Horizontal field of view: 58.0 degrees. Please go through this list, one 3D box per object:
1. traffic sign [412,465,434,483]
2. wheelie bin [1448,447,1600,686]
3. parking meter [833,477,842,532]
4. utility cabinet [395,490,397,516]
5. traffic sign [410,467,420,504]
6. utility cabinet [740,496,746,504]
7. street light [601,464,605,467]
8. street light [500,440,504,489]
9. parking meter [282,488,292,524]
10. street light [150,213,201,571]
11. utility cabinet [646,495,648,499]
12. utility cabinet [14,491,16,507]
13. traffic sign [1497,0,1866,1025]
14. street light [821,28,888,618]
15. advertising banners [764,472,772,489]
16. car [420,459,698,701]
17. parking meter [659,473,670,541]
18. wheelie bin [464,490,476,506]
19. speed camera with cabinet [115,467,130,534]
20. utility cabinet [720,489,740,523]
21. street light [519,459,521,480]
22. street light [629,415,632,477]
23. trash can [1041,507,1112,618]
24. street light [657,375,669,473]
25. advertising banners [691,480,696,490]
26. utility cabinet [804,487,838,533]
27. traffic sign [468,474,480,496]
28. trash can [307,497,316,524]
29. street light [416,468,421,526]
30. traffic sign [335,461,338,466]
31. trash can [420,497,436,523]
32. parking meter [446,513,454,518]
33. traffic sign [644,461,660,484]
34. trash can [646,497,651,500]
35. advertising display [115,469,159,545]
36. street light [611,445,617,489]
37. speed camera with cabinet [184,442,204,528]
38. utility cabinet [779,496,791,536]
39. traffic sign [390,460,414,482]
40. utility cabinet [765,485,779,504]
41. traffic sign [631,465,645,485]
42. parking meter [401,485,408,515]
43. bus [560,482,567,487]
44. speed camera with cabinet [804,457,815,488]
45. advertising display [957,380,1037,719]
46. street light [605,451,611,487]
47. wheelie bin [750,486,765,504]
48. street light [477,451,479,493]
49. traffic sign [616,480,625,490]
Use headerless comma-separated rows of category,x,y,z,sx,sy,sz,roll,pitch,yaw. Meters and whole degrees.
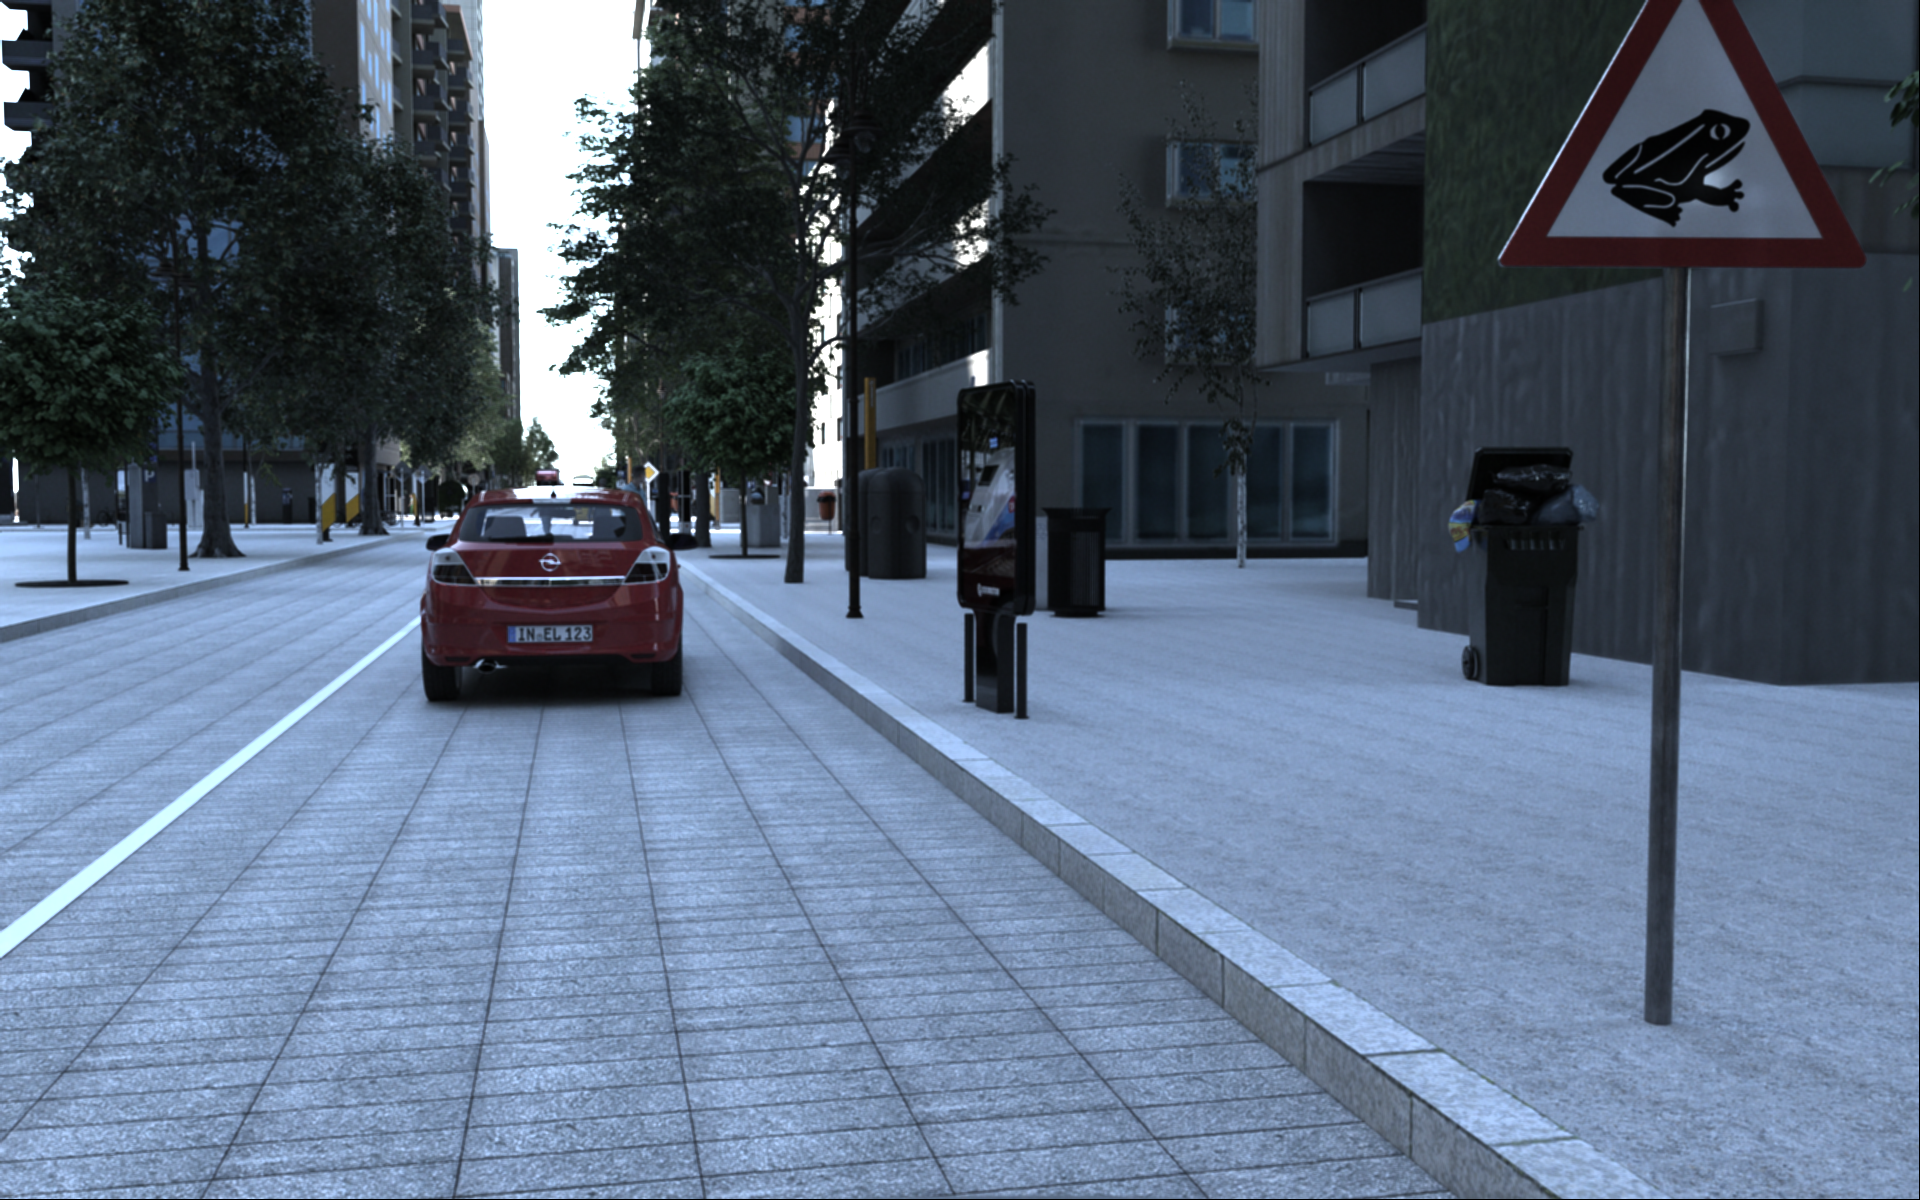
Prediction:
traffic sign,-20.928,-3.993,67.472,0.795,2.593,0.064,-1,4,-12
wheelie bin,3.839,-0.235,11.745,0.980,1.594,0.693,0,4,2
parking meter,-4.138,-3.286,59.434,0.399,1.863,0.255,-3,5,-40
utility cabinet,-32.223,-5.410,97.134,1.173,1.500,0.318,0,4,7
traffic sign,-23.577,-4.606,75.408,0.768,2.556,0.104,-1,4,-11
utility cabinet,-10.774,-4.644,87.092,0.306,1.237,1.020,-2,4,-30
street light,-44.514,-14.948,217.194,0.468,5.910,1.993,-1,4,-12
street light,-37.753,-10.393,142.707,0.468,5.910,1.993,-1,4,-12
parking meter,-28.679,-4.001,73.834,0.372,1.533,0.369,0,3,0
street light,-13.007,-3.429,28.852,0.468,5.910,1.993,-1,4,-12
utility cabinet,-16.214,-4.636,86.966,1.020,1.237,0.306,-2,4,-31
utility cabinet,-70.117,-7.361,129.032,1.173,1.500,0.318,3,5,41
traffic sign,1.696,-0.253,4.133,0.884,2.594,0.081,0,4,-4
street light,-1.094,-2.754,17.810,0.468,5.910,1.993,-1,4,-12
advertising banners,-9.038,-5.613,87.967,2.074,3.025,0.090,0,3,0
car,-3.128,-0.280,13.613,2.155,1.783,4.494,-1,4,-11
parking meter,-8.076,-2.546,47.343,0.255,1.863,0.399,0,4,0
wheelie bin,-34.867,-7.063,123.391,0.693,1.594,0.980,3,5,42
speed camera with cabinet,-26.629,-3.730,55.321,0.660,3.252,2.038,-2,4,-29
utility cabinet,-10.105,-4.109,75.860,0.318,1.500,1.173,2,4,32
street light,-47.077,-12.993,185.227,0.468,5.910,1.993,-1,4,-12
street light,-18.828,-7.723,99.063,0.468,5.910,1.993,-1,4,-12
trash can,1.220,-0.398,18.167,0.748,1.137,0.748,0,3,0
street light,-10.531,-5.404,61.136,0.468,5.910,1.993,-1,4,-12
advertising banners,-14.837,-6.426,101.258,2.074,3.025,0.090,1,4,10
utility cabinet,-4.602,-2.969,57.229,1.173,1.500,0.318,2,4,28
traffic sign,-30.131,-6.559,107.344,0.768,2.556,0.104,0,4,-3
trash can,-27.533,-3.818,74.081,0.748,1.137,0.748,0,3,0
street light,-21.516,-5.863,68.652,0.468,5.910,1.993,-1,4,-12
traffic sign,-17.508,-2.946,47.903,0.795,2.593,0.064,0,4,-3
trash can,-23.699,-4.003,77.098,0.748,1.137,0.748,0,3,0
parking meter,-27.547,-5.204,93.491,0.372,1.533,0.369,0,3,0
traffic sign,-11.020,-3.623,61.432,0.795,2.593,0.064,-1,4,-12
trash can,-14.464,-4.175,79.909,0.748,1.137,0.748,0,3,0
advertising display,-20.906,-2.374,44.028,0.974,1.923,0.123,-1,4,-13
street light,-28.160,-10.353,142.051,0.468,5.910,1.993,-1,4,-12
speed camera with cabinet,-29.223,-4.384,66.020,0.660,3.252,2.038,-1,4,-12
utility cabinet,-5.361,-2.548,52.829,1.020,1.237,0.306,3,4,38
traffic sign,-19.226,-3.516,59.670,0.795,2.593,0.064,-1,4,-12
utility cabinet,-4.816,-2.191,44.502,0.318,1.500,1.173,-1,4,-9
traffic sign,-12.722,-4.101,69.234,0.795,2.593,0.064,-1,4,-12
parking meter,-34.127,-6.154,106.336,0.255,1.863,0.399,-3,5,-43
bus,-60.423,-16.214,259.955,2.948,3.499,13.247,-1,4,-12
speed camera with cabinet,-8.639,-5.953,91.661,2.038,3.252,0.660,2,4,35
advertising display,0.206,-0.308,10.244,0.123,1.923,0.974,-1,4,-20
street light,-35.118,-12.317,174.175,0.468,5.910,1.993,-1,4,-12
wheelie bin,-8.167,-3.809,70.189,0.693,1.594,0.980,-1,4,-15
street light,-31.013,-8.481,111.444,0.468,5.910,1.993,-1,4,-12
traffic sign,-24.371,-7.479,124.404,0.606,2.300,0.079,0,4,-6
